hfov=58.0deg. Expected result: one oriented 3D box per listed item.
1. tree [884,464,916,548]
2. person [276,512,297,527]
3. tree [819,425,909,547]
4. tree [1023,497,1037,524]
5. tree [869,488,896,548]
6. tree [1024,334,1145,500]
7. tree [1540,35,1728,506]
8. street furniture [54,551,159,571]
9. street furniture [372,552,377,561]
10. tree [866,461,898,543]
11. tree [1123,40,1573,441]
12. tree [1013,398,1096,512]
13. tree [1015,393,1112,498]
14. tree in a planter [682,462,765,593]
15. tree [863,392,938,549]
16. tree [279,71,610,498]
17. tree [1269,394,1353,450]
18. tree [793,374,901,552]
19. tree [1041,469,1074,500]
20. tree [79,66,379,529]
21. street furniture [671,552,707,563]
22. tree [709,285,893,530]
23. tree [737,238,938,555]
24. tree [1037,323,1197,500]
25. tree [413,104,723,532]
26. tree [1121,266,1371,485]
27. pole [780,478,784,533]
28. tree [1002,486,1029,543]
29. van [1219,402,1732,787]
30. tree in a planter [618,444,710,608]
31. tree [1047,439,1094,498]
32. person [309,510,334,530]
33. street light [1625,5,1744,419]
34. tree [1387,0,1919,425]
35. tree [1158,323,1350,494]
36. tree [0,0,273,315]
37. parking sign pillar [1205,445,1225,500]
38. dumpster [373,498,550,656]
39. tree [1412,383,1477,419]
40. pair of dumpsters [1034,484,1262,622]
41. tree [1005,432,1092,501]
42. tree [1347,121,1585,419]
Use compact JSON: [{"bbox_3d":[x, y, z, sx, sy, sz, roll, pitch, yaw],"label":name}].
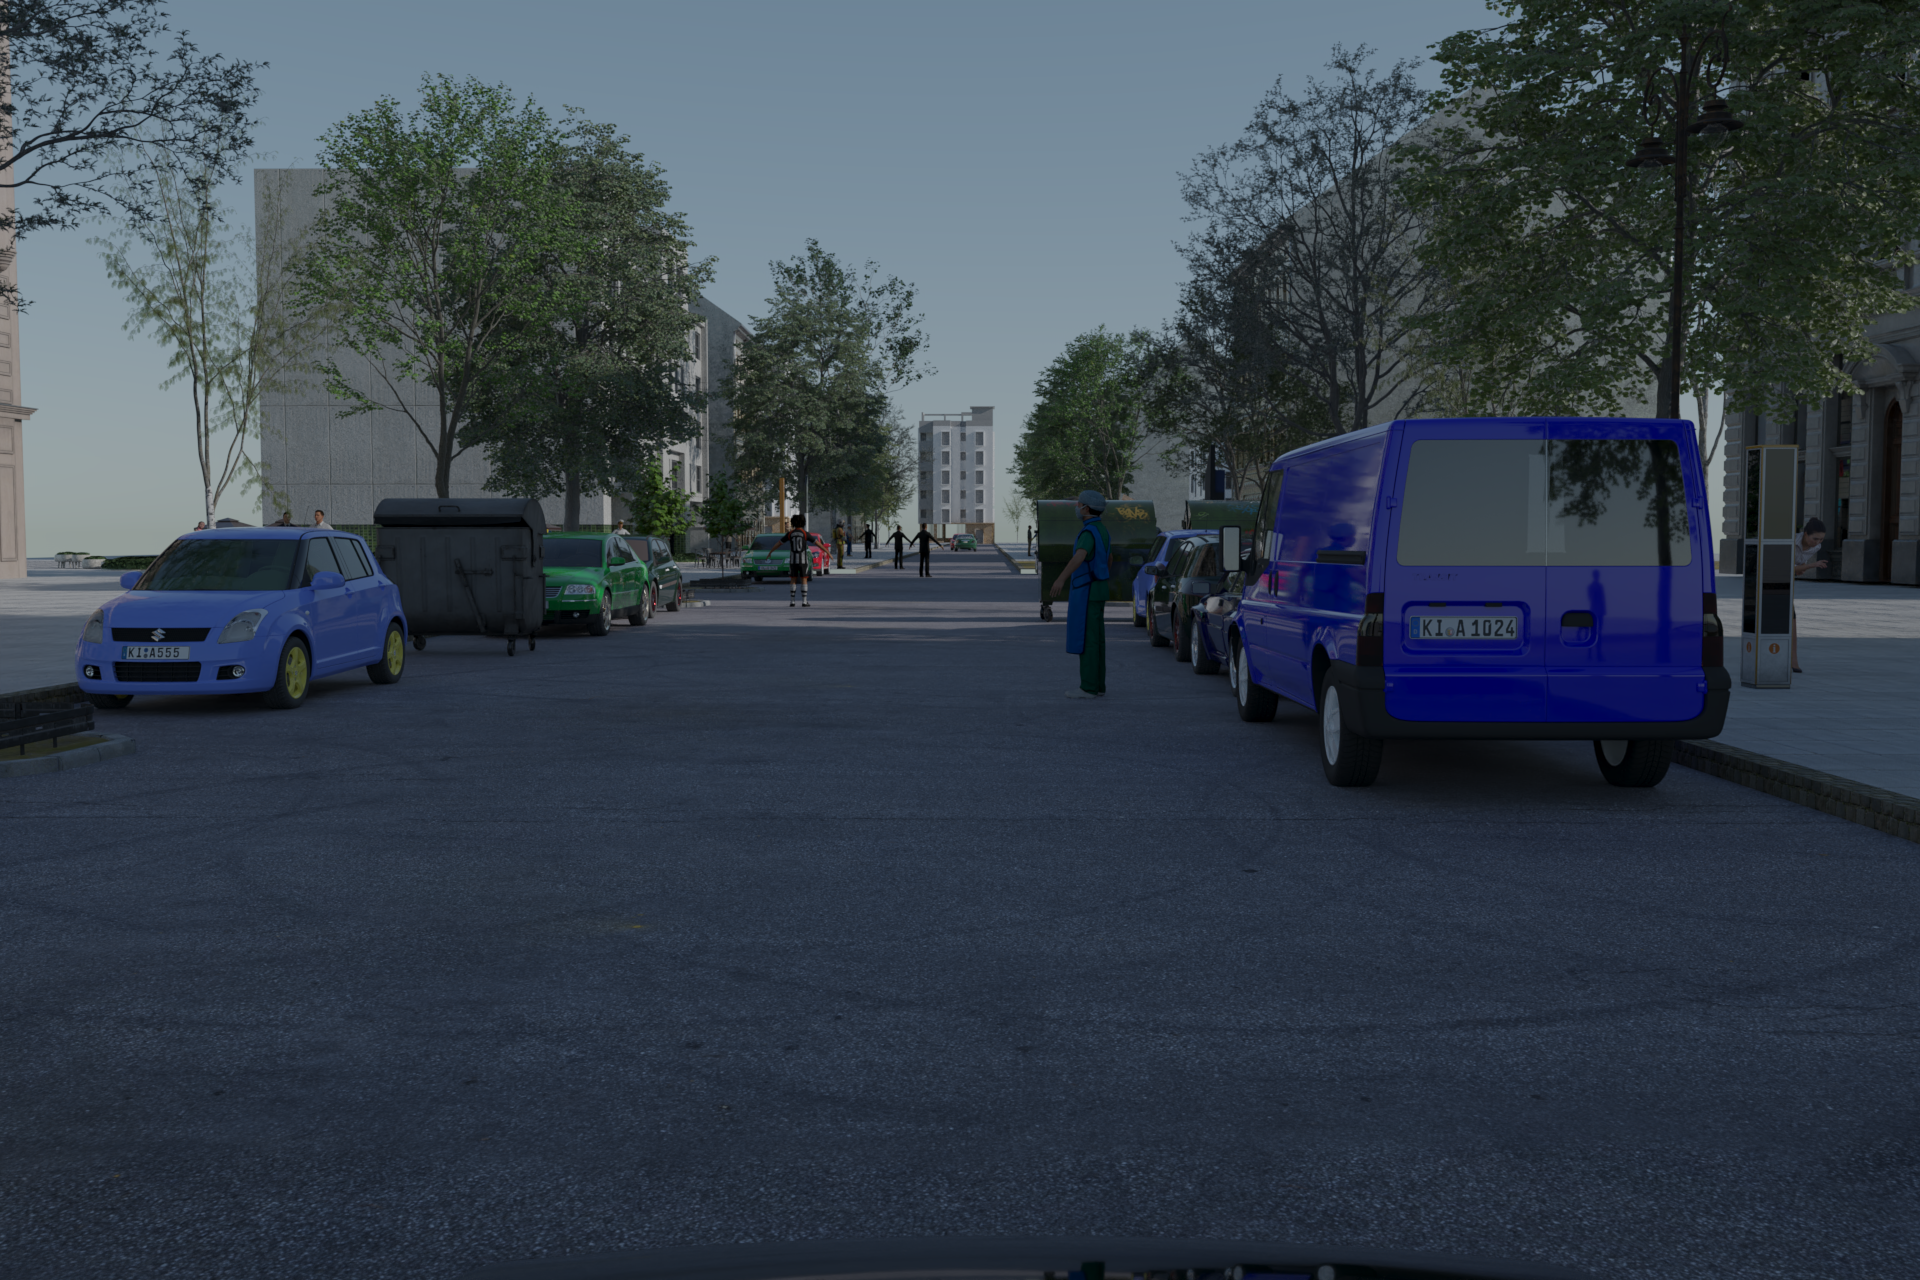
[{"bbox_3d":[-6.535,-13.080,164.222,4.737,8.622,4.395,0,3,0],"label":"tree"},{"bbox_3d":[-16.159,-2.177,41.637,1.345,1.823,0.704,-2,4,-27],"label":"person"},{"bbox_3d":[-7.541,-12.145,132.982,7.601,10.594,8.767,-1,4,-23],"label":"tree"},{"bbox_3d":[11.842,-18.601,254.484,4.360,8.622,3.978,0,3,0],"label":"tree"},{"bbox_3d":[-7.484,-12.706,158.110,4.737,8.622,4.395,0,3,0],"label":"tree"},{"bbox_3d":[7.096,-11.050,98.787,7.486,12.596,7.792,0,3,0],"label":"tree"},{"bbox_3d":[28.029,-12.960,67.786,12.611,20.169,13.585,0,3,0],"label":"tree"},{"bbox_3d":[-29.377,-2.965,64.108,10.072,0.657,5.734,3,5,42],"label":"street furniture"},{"bbox_3d":[-25.350,-3.711,76.299,5.734,0.657,10.072,0,4,-3],"label":"street furniture"},{"bbox_3d":[-12.509,-20.583,254.658,7.486,12.596,7.792,0,3,0],"label":"tree"},{"bbox_3d":[9.690,-8.098,42.771,12.009,13.543,11.850,0,3,0],"label":"tree"},{"bbox_3d":[7.747,-13.723,142.493,7.486,12.596,7.792,0,3,0],"label":"tree"},{"bbox_3d":[7.851,-12.198,125.186,9.928,11.665,9.643,0,3,0],"label":"tree"},{"bbox_3d":[-5.934,-2.813,43.210,1.991,3.239,1.994,0,4,1],"label":"tree in a planter"},{"bbox_3d":[-7.099,-14.554,148.331,12.009,13.543,11.850,0,3,0],"label":"tree"},{"bbox_3d":[-11.771,-6.956,39.482,9.928,11.665,9.643,0,3,0],"label":"tree"},{"bbox_3d":[16.148,-8.035,81.728,4.360,8.622,3.978,0,3,0],"label":"tree"},{"bbox_3d":[-8.009,-12.525,122.912,7.486,12.596,7.792,0,3,0],"label":"tree"},{"bbox_3d":[7.903,-11.108,131.982,4.737,8.622,4.395,0,3,0],"label":"tree"},{"bbox_3d":[-12.428,-4.756,28.122,4.360,8.622,3.978,0,3,0],"label":"tree"},{"bbox_3d":[-15.983,-3.696,76.061,10.072,0.657,5.734,-3,4,-37],"label":"street furniture"},{"bbox_3d":[-8.099,-11.219,90.092,9.857,13.997,8.962,0,3,0],"label":"tree"},{"bbox_3d":[-7.652,-15.515,109.554,12.611,20.169,13.585,0,3,0],"label":"tree"},{"bbox_3d":[7.528,-9.689,84.173,9.928,11.665,9.643,0,3,0],"label":"tree"},{"bbox_3d":[-12.026,-8.976,53.407,9.857,13.997,8.962,0,3,0],"label":"tree"},{"bbox_3d":[9.590,-7.591,58.532,8.767,10.594,7.601,1,4,8],"label":"tree"},{"bbox_3d":[-6.482,-4.236,63.100,0.158,3.312,0.155,0,3,0],"label":"pole"},{"bbox_3d":[8.905,-19.006,261.112,4.360,8.622,3.978,0,3,0],"label":"tree"},{"bbox_3d":[3.053,-0.433,11.457,2.240,2.365,5.245,0,4,0],"label":"van"},{"bbox_3d":[-6.060,-2.281,34.513,1.991,3.239,1.994,0,4,2],"label":"tree in a planter"},{"bbox_3d":[7.300,-9.753,109.829,4.360,8.622,3.978,0,3,0],"label":"tree"},{"bbox_3d":[-14.016,-1.941,37.884,1.344,1.810,0.704,1,4,10],"label":"person"},{"bbox_3d":[6.561,-2.634,15.862,0.468,5.910,1.993,0,4,1],"label":"street light"},{"bbox_3d":[9.400,-6.340,21.787,7.486,12.596,7.792,0,3,0],"label":"tree"},{"bbox_3d":[12.529,-8.351,70.948,8.767,10.594,7.601,-2,4,-28],"label":"tree"},{"bbox_3d":[-12.151,-6.462,16.028,12.009,13.543,11.850,0,3,0],"label":"tree"},{"bbox_3d":[7.756,-3.940,52.893,1.447,3.967,1.447,0,4,1],"label":"parking sign pillar"},{"bbox_3d":[-5.966,-0.767,20.748,1.865,1.857,1.264,0,4,1],"label":"dumpster"},{"bbox_3d":[22.909,-7.976,80.778,4.737,8.622,4.395,0,3,0],"label":"tree"},{"bbox_3d":[3.439,-1.446,28.585,4.436,2.255,1.574,0,3,0],"label":"pair of dumpsters"},{"bbox_3d":[8.207,-14.356,160.471,9.928,11.665,9.643,0,3,0],"label":"tree"},{"bbox_3d":[9.531,-4.933,31.011,4.360,8.622,3.978,0,3,0],"label":"tree"}]
